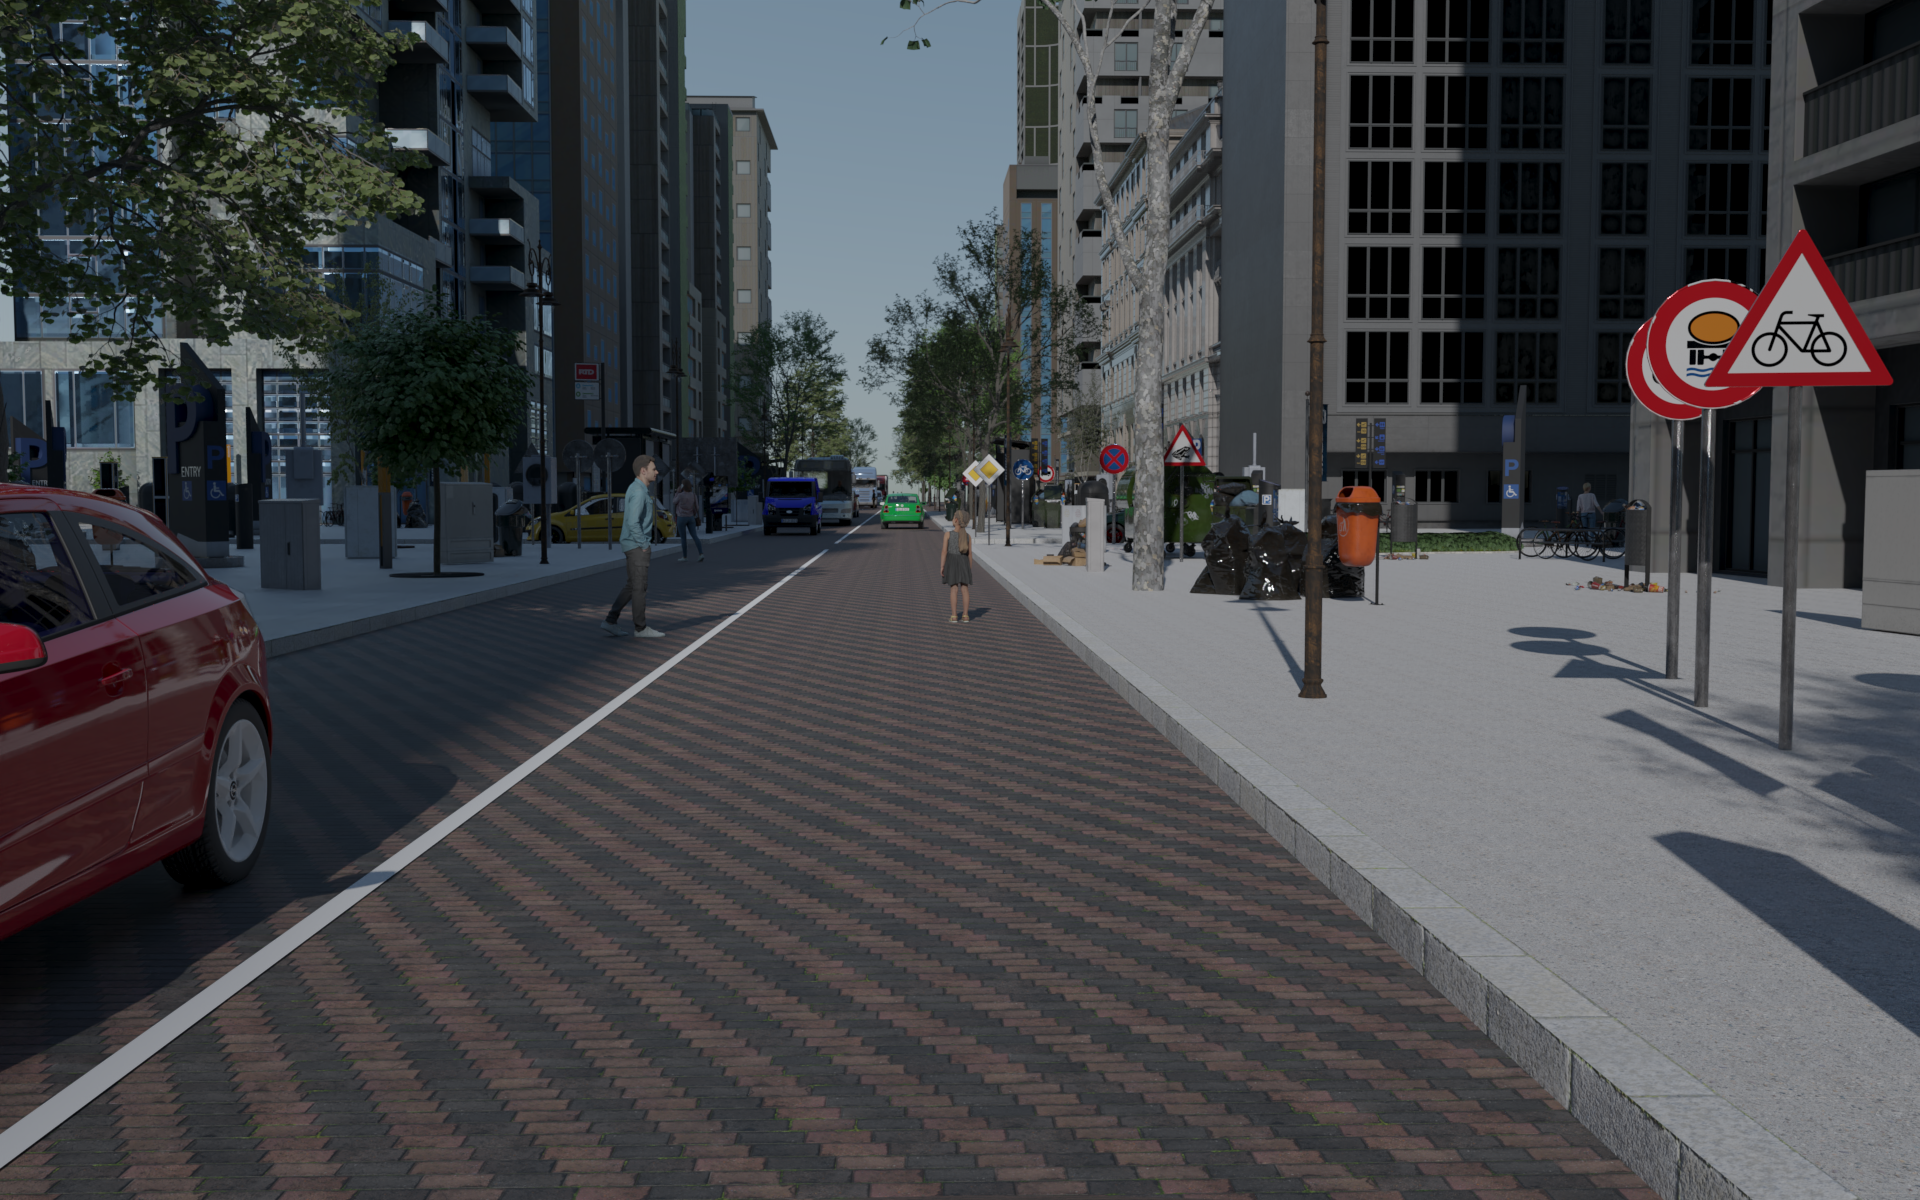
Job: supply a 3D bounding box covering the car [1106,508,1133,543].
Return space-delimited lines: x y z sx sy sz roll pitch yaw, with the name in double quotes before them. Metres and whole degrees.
"car" 5.313 -2.267 46.855 4.222 1.686 2.009 0 3 0

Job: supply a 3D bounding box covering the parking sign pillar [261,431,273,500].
"parking sign pillar" -21.895 -4.017 54.150 1.447 3.967 1.447 0 4 -7

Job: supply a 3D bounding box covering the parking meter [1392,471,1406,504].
"parking meter" 11.138 -2.342 44.008 0.255 1.863 0.399 0 4 -2

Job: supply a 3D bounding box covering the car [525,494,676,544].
"car" -9.719 -2.244 46.910 3.980 1.641 2.015 0 4 -3

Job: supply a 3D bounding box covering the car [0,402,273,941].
"car" -3.460 0.253 4.903 2.155 1.783 4.494 0 4 -3

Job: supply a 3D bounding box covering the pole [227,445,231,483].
"pole" -30.127 -4.743 71.391 0.158 3.312 0.155 0 3 0

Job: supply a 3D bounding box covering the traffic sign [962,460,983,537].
"traffic sign" 0.464 -2.913 51.275 0.795 2.450 0.064 0 4 -2

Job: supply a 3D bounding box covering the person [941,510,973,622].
"person" -0.038 -0.384 19.445 0.362 1.253 0.373 -1 4 -11

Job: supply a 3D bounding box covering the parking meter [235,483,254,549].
"parking meter" -16.690 -1.956 40.392 0.372 1.533 0.369 0 3 0

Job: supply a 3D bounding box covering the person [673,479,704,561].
"person" -5.736 -1.696 36.813 0.593 1.750 0.643 -3 4 -38

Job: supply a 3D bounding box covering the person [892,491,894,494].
"person" -8.576 -13.159 223.628 0.705 1.826 1.348 -1 4 -21

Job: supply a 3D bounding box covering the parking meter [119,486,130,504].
"parking meter" -25.264 -2.683 52.283 0.372 1.533 0.369 0 3 0

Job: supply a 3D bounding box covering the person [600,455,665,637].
"person" -3.298 -0.543 17.391 0.620 1.820 0.660 -1 4 -19

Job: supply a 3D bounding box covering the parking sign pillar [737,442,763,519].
"parking sign pillar" -10.659 -6.060 87.556 1.447 3.967 1.447 -2 4 -24

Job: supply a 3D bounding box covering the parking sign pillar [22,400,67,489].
"parking sign pillar" -26.258 -3.785 50.352 1.447 3.967 1.447 -2 4 -24

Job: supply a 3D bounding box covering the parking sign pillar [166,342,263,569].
"parking sign pillar" -13.356 -2.560 30.326 1.447 3.967 1.447 3 5 39

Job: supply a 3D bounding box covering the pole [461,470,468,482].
"pole" -15.050 -3.594 52.607 0.158 3.312 0.155 0 3 0

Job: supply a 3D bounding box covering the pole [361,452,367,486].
"pole" -21.720 -4.239 63.148 0.158 3.312 0.155 0 3 0

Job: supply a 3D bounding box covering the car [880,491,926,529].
"car" -2.377 -3.868 72.038 1.959 1.807 4.718 0 4 -1

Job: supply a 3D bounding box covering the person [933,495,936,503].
"person" -3.128 -11.968 207.399 0.599 1.433 0.991 2 4 35

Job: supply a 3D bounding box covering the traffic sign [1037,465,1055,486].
"traffic sign" 3.723 -4.586 75.089 0.768 2.556 0.104 0 4 5

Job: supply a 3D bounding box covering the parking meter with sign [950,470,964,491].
"parking meter with sign" 0.099 -7.972 126.596 1.738 3.016 0.543 0 4 6

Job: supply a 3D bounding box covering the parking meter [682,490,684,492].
"parking meter" -13.192 -4.749 83.360 0.399 1.863 0.255 1 4 20

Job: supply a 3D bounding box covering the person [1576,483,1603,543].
"person" 17.149 -2.317 47.059 0.731 1.740 0.598 1 4 16

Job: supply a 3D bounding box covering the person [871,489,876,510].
"person" -8.047 -9.349 160.986 0.705 1.869 1.348 -1 4 -9

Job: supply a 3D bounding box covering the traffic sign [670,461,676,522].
"traffic sign" -10.878 -4.024 65.897 0.768 2.556 0.104 0 4 8

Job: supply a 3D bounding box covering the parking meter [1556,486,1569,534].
"parking meter" 19.497 -2.915 56.074 0.372 1.533 0.369 0 3 0

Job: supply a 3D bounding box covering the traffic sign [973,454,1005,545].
"traffic sign" 0.724 -2.425 43.294 0.795 2.450 0.064 0 4 -2

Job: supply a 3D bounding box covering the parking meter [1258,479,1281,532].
"parking meter" 5.188 -1.261 29.035 0.372 1.533 0.369 0 3 0

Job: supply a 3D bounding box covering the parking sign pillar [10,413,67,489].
"parking sign pillar" -32.279 -4.395 60.329 1.447 3.967 1.447 2 4 30

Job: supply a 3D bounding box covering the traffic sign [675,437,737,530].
"traffic sign" -9.093 -4.172 62.079 2.265 3.308 0.079 0 4 7

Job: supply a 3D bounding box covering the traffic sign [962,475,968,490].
"traffic sign" 0.494 -6.571 107.535 0.768 2.556 0.104 0 4 1

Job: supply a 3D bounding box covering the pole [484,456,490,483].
"pole" -13.721 -3.452 50.281 0.158 3.312 0.155 0 3 0

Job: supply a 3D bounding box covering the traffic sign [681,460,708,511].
"traffic sign" -7.827 -2.898 51.025 0.795 2.450 0.064 0 4 -2

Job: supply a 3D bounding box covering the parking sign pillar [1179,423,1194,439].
"parking sign pillar" 8.464 -4.679 64.975 1.447 3.967 1.447 -1 4 -22

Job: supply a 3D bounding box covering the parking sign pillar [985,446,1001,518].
"parking sign pillar" 1.994 -6.405 93.186 1.447 3.967 1.447 -1 4 -11

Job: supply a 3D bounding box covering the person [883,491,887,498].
"person" -10.112 -13.925 236.132 0.705 1.831 1.348 -3 4 -39

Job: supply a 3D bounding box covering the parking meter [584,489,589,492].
"parking meter" -19.571 -5.028 90.621 0.372 1.533 0.369 0 3 0

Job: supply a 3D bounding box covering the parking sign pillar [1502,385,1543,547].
"parking sign pillar" 13.582 -3.302 42.464 1.447 3.967 1.447 1 4 23

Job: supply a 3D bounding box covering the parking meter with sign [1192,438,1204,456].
"parking meter with sign" 6.716 -3.531 53.989 1.738 3.016 0.543 -2 4 -27

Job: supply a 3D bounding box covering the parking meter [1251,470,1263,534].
"parking meter" 7.174 -2.212 41.877 0.255 1.863 0.399 1 4 17

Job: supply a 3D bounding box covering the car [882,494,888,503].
"car" -5.537 -8.272 145.036 2.009 1.686 4.222 0 4 -2

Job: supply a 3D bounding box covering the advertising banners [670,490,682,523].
"advertising banners" -11.308 -4.470 69.275 2.074 3.025 0.090 2 4 35

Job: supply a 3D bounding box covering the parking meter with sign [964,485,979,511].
"parking meter with sign" 1.301 -7.008 110.848 1.738 3.016 0.543 1 4 11

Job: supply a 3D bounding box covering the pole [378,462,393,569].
"pole" -9.877 -2.193 29.704 0.158 3.312 0.155 0 3 0

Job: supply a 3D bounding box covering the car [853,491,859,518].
"car" -7.312 -6.008 106.905 2.281 1.827 5.304 0 4 -1

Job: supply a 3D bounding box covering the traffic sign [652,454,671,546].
"traffic sign" -7.566 -2.410 43.045 0.795 2.450 0.064 0 4 -2
